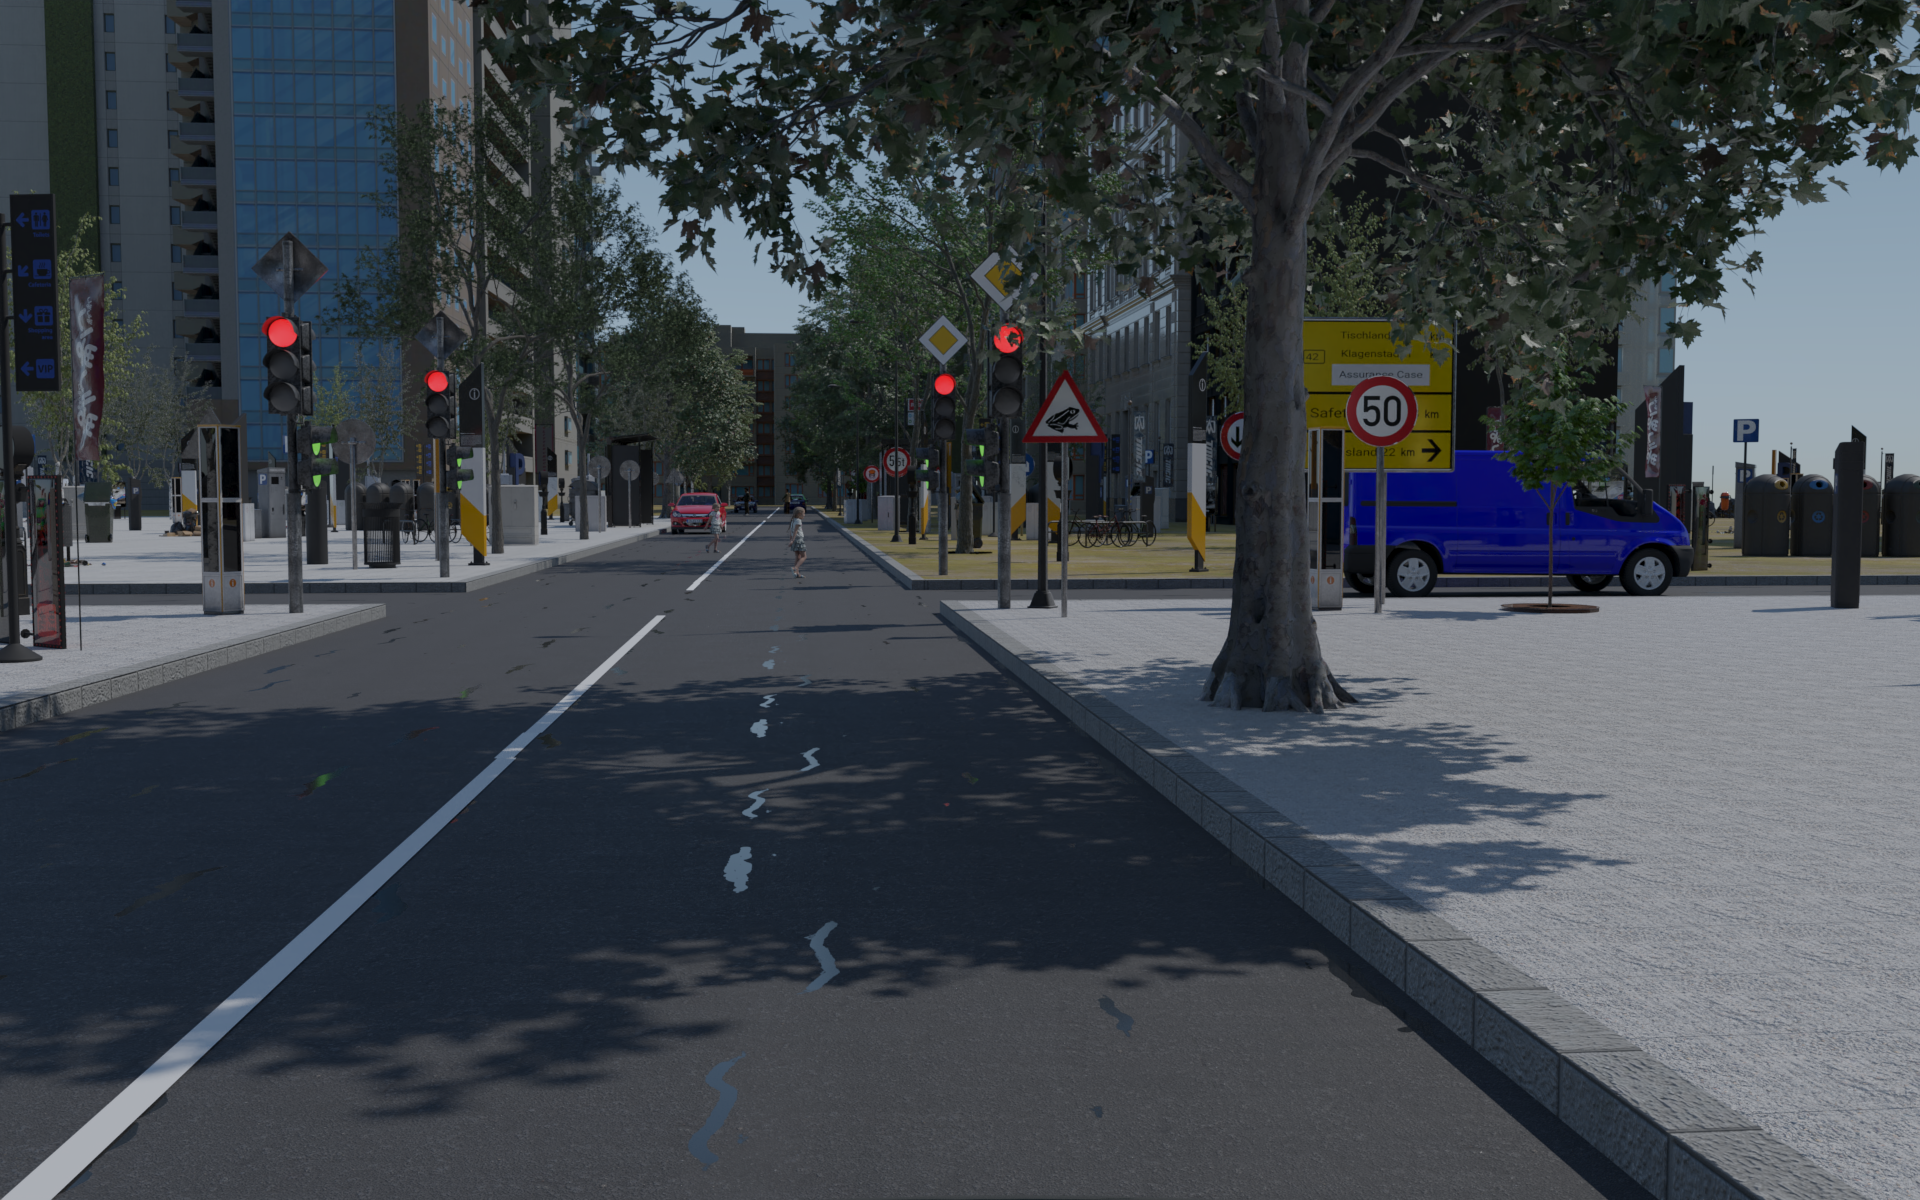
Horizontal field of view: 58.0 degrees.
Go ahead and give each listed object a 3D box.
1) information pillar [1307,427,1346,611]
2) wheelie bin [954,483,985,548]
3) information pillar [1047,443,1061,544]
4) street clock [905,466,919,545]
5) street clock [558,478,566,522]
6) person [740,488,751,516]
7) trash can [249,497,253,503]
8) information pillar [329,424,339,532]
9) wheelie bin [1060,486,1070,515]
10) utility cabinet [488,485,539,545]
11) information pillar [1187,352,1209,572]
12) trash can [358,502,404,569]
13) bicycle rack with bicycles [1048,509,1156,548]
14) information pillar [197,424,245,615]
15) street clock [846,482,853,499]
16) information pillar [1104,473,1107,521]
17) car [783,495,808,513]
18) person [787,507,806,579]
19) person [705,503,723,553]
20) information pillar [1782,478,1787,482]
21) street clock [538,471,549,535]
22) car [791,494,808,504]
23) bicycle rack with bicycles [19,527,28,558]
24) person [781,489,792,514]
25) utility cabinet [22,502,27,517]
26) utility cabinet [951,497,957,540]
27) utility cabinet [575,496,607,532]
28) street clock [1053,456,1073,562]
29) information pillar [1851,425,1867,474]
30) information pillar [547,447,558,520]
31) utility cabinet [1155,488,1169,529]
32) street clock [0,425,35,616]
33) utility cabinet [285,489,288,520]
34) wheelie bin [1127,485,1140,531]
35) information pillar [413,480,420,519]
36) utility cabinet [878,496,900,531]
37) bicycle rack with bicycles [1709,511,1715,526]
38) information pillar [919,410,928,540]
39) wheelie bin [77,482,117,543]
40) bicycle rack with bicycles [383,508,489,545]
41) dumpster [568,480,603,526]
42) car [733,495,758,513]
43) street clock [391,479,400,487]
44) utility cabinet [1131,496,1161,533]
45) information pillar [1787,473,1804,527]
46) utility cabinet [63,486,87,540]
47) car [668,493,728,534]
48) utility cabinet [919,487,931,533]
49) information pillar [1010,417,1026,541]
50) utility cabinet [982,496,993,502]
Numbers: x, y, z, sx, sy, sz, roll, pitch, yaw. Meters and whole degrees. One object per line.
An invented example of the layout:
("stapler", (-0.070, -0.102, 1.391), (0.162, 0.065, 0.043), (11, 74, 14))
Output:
("information pillar", (4.031, -0.893, 19.099), (0.304, 2.012, 0.304), (-1, 4, -14))
("wheelie bin", (0.206, -2.029, 41.086), (0.693, 1.594, 0.980), (-1, 4, -9))
("information pillar", (2.380, -3.272, 44.856), (0.504, 3.616, 0.183), (-1, 4, -13))
("street clock", (-1.212, -2.416, 44.066), (0.358, 2.002, 0.471), (0, 4, 4))
("street clock", (-17.984, -4.505, 78.229), (0.358, 2.002, 0.471), (-1, 4, -21))
("person", (-14.289, -6.579, 115.698), (0.705, 1.869, 1.348), (-3, 4, -36))
("trash can", (-33.115, -4.189, 80.145), (0.748, 1.137, 0.748), (0, 3, 0))
("information pillar", (-21.010, -4.077, 58.020), (0.183, 3.616, 0.504), (-2, 4, -32))
("wheelie bin", (3.948, -3.739, 69.040), (0.980, 1.594, 0.693), (2, 4, 34))
("utility cabinet", (-11.139, -2.112, 43.213), (1.173, 1.500, 0.318), (0, 4, 6))
("information pillar", (3.893, -2.266, 28.403), (0.183, 3.616, 0.504), (3, 4, 37))
("trash can", (-10.017, -1.122, 30.005), (0.748, 1.137, 0.748), (0, 3, 0))
("bicycle rack with bicycles", (3.559, -1.775, 42.412), (2.925, 0.926, 2.852), (-2, 4, -27))
("information pillar", (-7.857, -0.852, 18.427), (0.304, 2.012, 0.304), (2, 4, 26))
("street clock", (-6.057, -5.552, 95.343), (0.358, 2.002, 0.471), (-3, 5, -39))
("information pillar", (6.764, -5.595, 82.826), (0.504, 3.616, 0.183), (0, 4, -2))
("car", (-12.660, -7.369, 133.068), (1.945, 1.354, 3.894), (0, 4, -4))
("person", (-2.826, -0.977, 29.490), (0.382, 1.210, 0.505), (-2, 4, -29))
("person", (-6.001, -1.763, 42.342), (0.382, 1.210, 0.505), (2, 4, 23))
("information pillar", (38.303, -4.647, 80.475), (0.304, 2.012, 0.304), (2, 4, 28))
("street clock", (-13.058, -3.043, 54.320), (0.358, 2.002, 0.471), (-2, 4, -25))
("car", (-15.384, -9.261, 163.219), (2.131, 1.459, 4.920), (0, 4, -5))
("bicycle rack with bicycles", (-20.061, -1.308, 34.771), (2.852, 0.926, 2.925), (-3, 4, -38))
("person", (-12.432, -7.090, 124.515), (0.705, 1.812, 1.348), (2, 4, 28))
("utility cabinet", (-50.933, -5.233, 94.233), (0.318, 1.500, 1.173), (1, 4, 16))
("utility cabinet", (-0.042, -2.273, 48.317), (0.306, 1.237, 1.020), (1, 4, 9))
("utility cabinet", (-13.325, -3.145, 62.575), (1.020, 1.237, 0.306), (1, 4, 11))
("street clock", (1.956, -1.733, 32.911), (0.358, 2.002, 0.471), (2, 4, 26))
("information pillar", (30.284, -4.104, 58.453), (0.504, 3.616, 0.183), (3, 5, 41))
("information pillar", (-20.172, -5.768, 85.654), (0.504, 3.616, 0.183), (-1, 4, -15))
("utility cabinet", (7.207, -3.357, 63.571), (0.318, 1.500, 1.173), (-2, 4, -27))
("street clock", (-9.997, -0.839, 18.291), (0.471, 2.002, 0.358), (2, 4, 29))
("utility cabinet", (-32.398, -4.570, 83.398), (1.173, 1.500, 0.318), (1, 4, 9))
("wheelie bin", (6.116, -3.091, 58.445), (0.980, 1.594, 0.693), (-3, 4, -36))
("information pillar", (-28.013, -5.189, 89.331), (0.304, 2.012, 0.304), (-1, 4, -10))
("utility cabinet", (-2.518, -3.054, 61.087), (0.306, 1.237, 1.020), (-3, 4, -36))
("bicycle rack with bicycles", (28.272, -3.359, 68.296), (2.925, 0.926, 2.852), (3, 5, 40))
("information pillar", (-1.000, -3.497, 48.526), (0.183, 3.616, 0.504), (1, 4, 13))
("wheelie bin", (-22.735, -2.311, 45.687), (0.980, 1.594, 0.693), (-1, 4, -16))
("bicycle rack with bicycles", (-13.713, -1.940, 45.104), (2.852, 0.926, 2.925), (-3, 5, -41))
("dumpster", (-15.254, -3.956, 70.439), (1.264, 1.857, 1.865), (0, 4, -6))
("car", (-16.387, -7.334, 132.486), (1.945, 1.354, 3.894), (0, 4, -6))
("street clock", (-27.851, -4.954, 85.569), (0.471, 2.002, 0.358), (-2, 4, -29))
("utility cabinet", (6.112, -2.801, 56.959), (1.020, 1.237, 0.306), (-2, 4, -31))
("information pillar", (29.845, -3.505, 61.805), (0.304, 2.012, 0.304), (-1, 4, -16))
("utility cabinet", (-24.580, -2.388, 47.720), (1.173, 1.500, 0.318), (-2, 4, -34))
("car", (-9.537, -3.318, 63.289), (2.155, 1.783, 4.494), (0, 4, -4))
("utility cabinet", (-1.137, -2.949, 56.894), (0.318, 1.500, 1.173), (0, 4, 3))
("information pillar", (1.577, -3.447, 47.709), (0.504, 3.616, 0.183), (-2, 4, -31))
("utility cabinet", (0.568, -2.837, 57.540), (1.020, 1.237, 0.306), (1, 4, 16))
